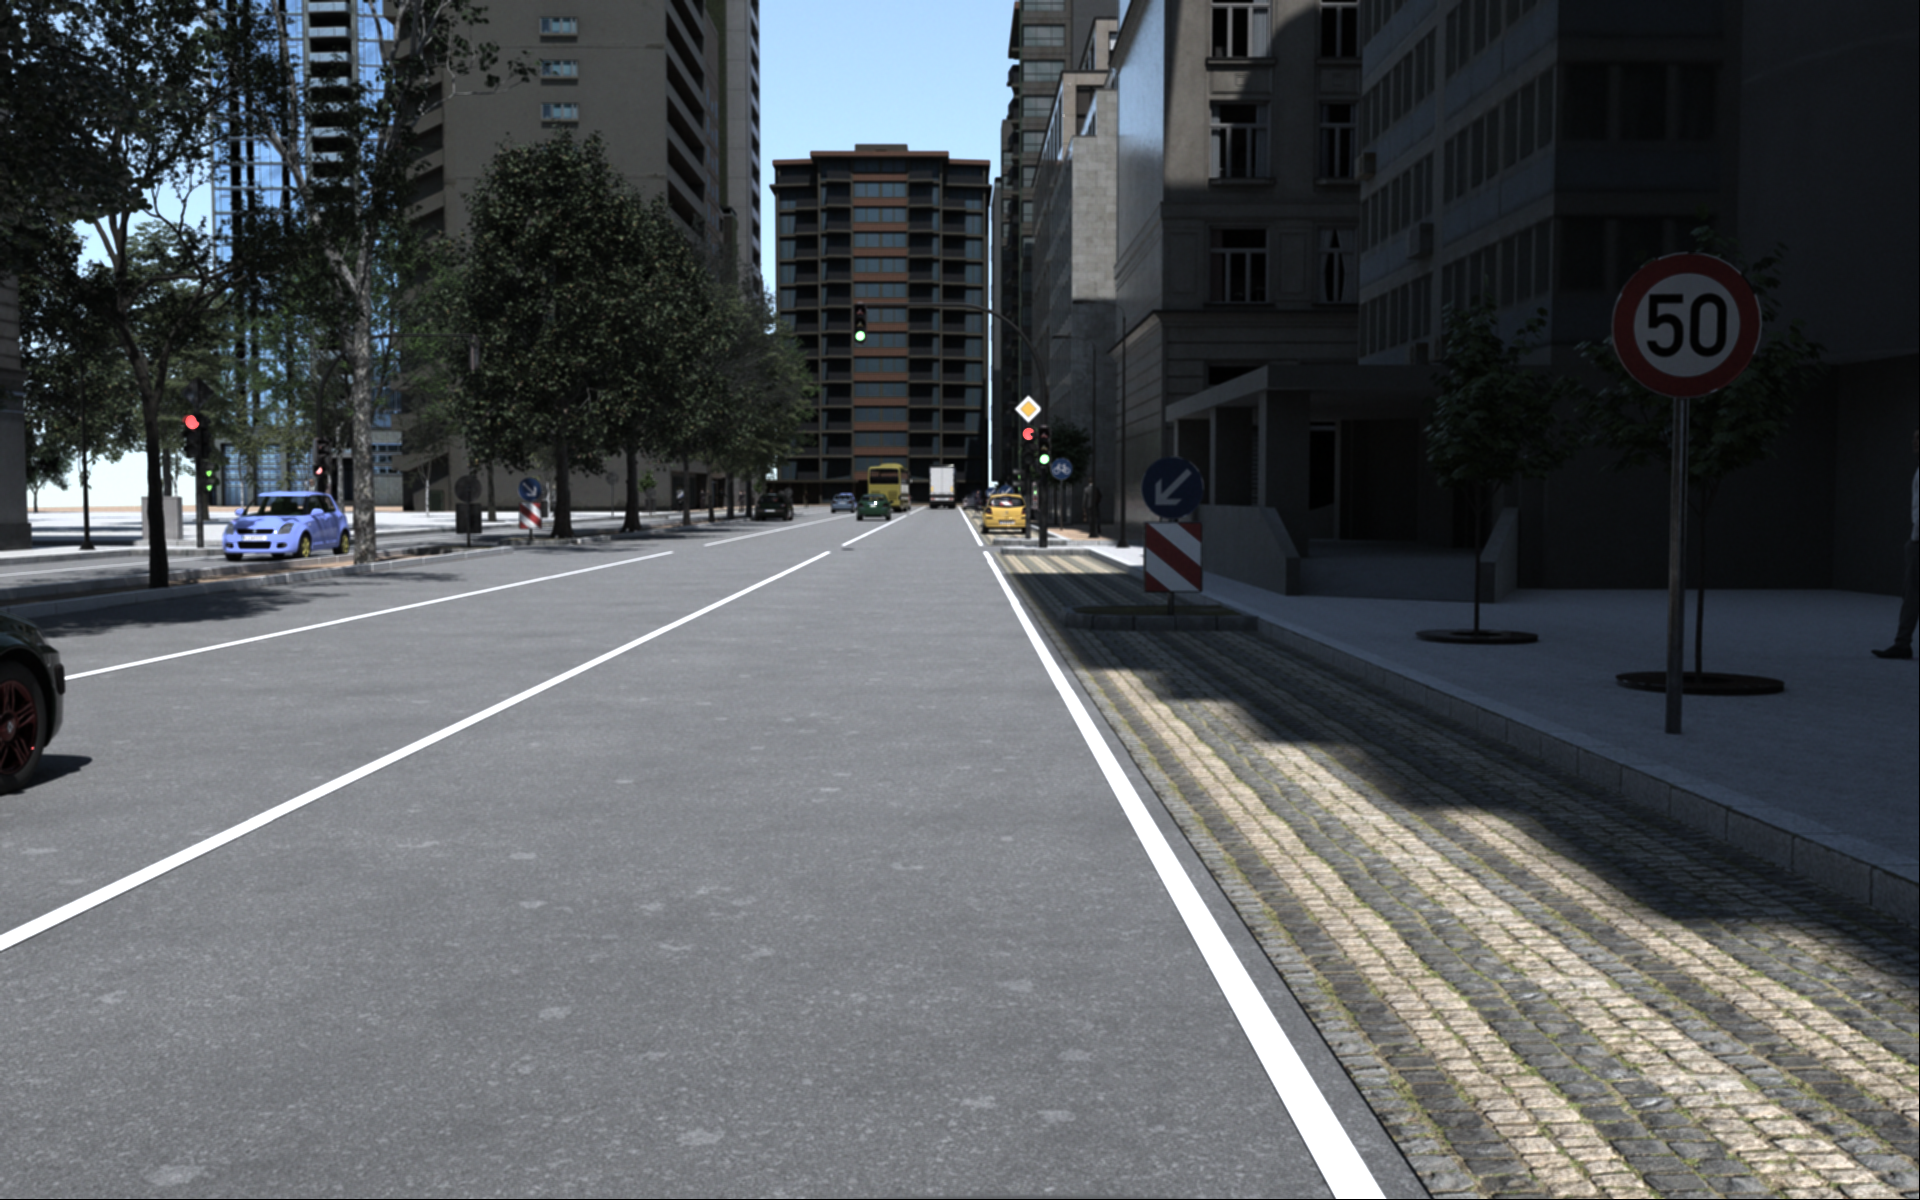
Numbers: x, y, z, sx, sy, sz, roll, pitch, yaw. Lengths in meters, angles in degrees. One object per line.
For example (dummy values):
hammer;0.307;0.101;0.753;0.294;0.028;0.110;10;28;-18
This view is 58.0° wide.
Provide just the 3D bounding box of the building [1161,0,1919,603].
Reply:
building;20.180;-20.533;27.600;32.217;40.220;23.993;0;4;0

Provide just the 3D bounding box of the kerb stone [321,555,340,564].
kerb stone;-12.999;-0.812;35.478;0.120;0.150;1.000;0;4;0

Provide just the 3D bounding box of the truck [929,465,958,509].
truck;-1.643;-11.150;171.219;2.839;4.237;11.283;0;4;1

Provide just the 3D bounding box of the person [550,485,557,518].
person;-22.105;-5.377;94.144;0.526;1.800;0.537;0;4;6

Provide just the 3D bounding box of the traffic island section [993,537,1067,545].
traffic island section;1.964;-1.659;49.400;2.009;0.180;2.903;0;4;0

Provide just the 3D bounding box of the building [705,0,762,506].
building;-36.140;-39.525;188.237;28.212;58.520;21.231;0;4;0

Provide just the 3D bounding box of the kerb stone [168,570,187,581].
kerb stone;-12.969;-0.369;28.317;0.120;0.150;1.000;0;4;0

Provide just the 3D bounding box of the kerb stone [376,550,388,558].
kerb stone;-13.014;-0.995;38.546;0.120;0.150;1.000;0;4;0

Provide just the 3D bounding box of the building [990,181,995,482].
building;10.981;-32.584;216.337;14.086;41.232;14.154;0;4;0

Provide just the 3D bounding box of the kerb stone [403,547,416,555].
kerb stone;-13.020;-1.123;40.596;0.120;0.150;1.000;0;4;0

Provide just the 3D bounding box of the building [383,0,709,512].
building;-31.744;-31.235;134.394;21.300;48.544;21.600;0;4;0

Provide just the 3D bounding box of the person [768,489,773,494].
person;-20.996;-11.408;192.584;0.705;1.821;1.348;3;5;43

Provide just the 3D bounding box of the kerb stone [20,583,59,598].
kerb stone;-12.943;-0.123;24.205;0.120;0.150;1.000;0;4;0

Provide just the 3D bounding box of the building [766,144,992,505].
building;-10.511;-34.549;219.508;28.867;44.769;22.147;0;4;0

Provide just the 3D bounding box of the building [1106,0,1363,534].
building;20.128;-13.744;57.996;30.059;22.955;16.112;0;4;0

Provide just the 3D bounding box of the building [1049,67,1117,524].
building;9.913;-13.906;82.114;10.420;20.320;16.860;0;4;0

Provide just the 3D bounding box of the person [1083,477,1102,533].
person;4.354;-3.114;56.924;0.622;1.834;0.822;0;4;-4

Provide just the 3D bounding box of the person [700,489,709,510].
person;-20.372;-8.019;137.959;0.742;1.727;0.445;-2;4;-31

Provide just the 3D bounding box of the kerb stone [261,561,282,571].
kerb stone;-12.987;-0.625;32.411;0.120;0.150;1.000;0;4;0

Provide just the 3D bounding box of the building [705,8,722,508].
building;-28.963;-30.719;152.373;14.600;45.320;14.200;0;4;0

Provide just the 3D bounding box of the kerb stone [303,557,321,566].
kerb stone;-12.999;-0.750;34.456;0.120;0.150;1.000;0;4;0

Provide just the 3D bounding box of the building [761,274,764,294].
building;-31.979;-27.157;215.716;14.107;30.474;14.160;0;4;0

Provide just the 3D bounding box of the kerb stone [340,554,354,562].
kerb stone;-12.997;-0.875;36.500;0.120;0.150;1.000;0;4;0

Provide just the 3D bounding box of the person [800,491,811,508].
person;-15.897;-10.387;178.841;1.217;1.766;0.721;-1;4;-10

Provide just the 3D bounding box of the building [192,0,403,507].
building;-66.155;-53.436;186.352;31.000;86.520;22.319;0;4;0

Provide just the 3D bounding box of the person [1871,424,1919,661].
person;7.525;-0.440;13.339;0.679;1.850;0.850;-3;5;-44

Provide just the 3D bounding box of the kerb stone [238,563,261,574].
kerb stone;-12.979;-0.560;31.389;0.120;0.150;1.000;0;4;0

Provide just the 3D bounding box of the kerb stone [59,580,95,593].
kerb stone;-12.952;-0.185;25.227;0.120;0.150;1.000;0;4;0

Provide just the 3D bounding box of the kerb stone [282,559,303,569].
kerb stone;-12.986;-0.687;33.434;0.120;0.150;1.000;0;4;0

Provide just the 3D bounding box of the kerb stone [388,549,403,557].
kerb stone;-13.012;-1.063;39.568;0.120;0.150;1.000;0;4;0

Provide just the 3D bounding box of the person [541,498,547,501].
person;-24.257;-5.537;100.847;0.425;1.301;0.394;0;4;-2

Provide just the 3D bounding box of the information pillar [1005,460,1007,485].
information pillar;3.147;-7.740;117.909;0.183;3.616;0.504;0;4;6

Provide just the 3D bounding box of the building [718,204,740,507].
building;-29.175;-24.174;166.952;14.160;30.474;14.107;0;4;0

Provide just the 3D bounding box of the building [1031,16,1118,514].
building;14.845;-18.526;107.409;19.350;26.468;34.151;0;4;0

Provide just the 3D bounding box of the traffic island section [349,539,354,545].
traffic island section;-18.178;-1.653;49.308;2.009;0.180;2.903;0;4;0

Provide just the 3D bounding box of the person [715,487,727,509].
person;-20.828;-8.900;151.184;1.348;1.869;0.705;-3;5;-42

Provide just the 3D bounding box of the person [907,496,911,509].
person;-5.190;-9.793;169.321;1.217;1.736;0.721;1;4;23

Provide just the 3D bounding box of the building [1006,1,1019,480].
building;15.390;-30.592;154.804;22.147;44.769;28.867;0;4;0

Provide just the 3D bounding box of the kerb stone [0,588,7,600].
kerb stone;-12.940;-0.057;23.181;0.120;0.150;1.000;0;4;0

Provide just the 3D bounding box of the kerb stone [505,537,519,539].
kerb stone;-13.074;-1.723;50.374;0.120;0.150;1.000;0;4;0

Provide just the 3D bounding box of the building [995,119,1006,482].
building;11.479;-31.106;192.175;14.154;41.232;14.086;0;4;0

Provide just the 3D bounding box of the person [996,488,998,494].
person;3.459;-9.506;161.469;0.705;1.823;1.348;-3;5;-42

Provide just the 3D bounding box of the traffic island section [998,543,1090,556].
traffic island section;2.002;-1.170;41.415;2.009;0.180;2.903;0;4;0

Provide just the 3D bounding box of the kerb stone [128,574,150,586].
kerb stone;-12.960;-0.308;27.286;0.120;0.150;1.000;0;4;0

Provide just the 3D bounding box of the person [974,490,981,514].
person;1.272;-7.138;126.124;0.541;1.710;0.530;-1;4;-9

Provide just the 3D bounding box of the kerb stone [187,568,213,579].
kerb stone;-12.969;-0.433;29.339;0.120;0.150;1.000;0;4;0

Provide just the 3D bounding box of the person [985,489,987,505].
person;2.984;-11.643;196.340;0.705;1.831;1.348;-1;4;-8

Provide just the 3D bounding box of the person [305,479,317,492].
person;-21.810;-3.188;58.344;0.661;1.801;0.590;0;4;-6

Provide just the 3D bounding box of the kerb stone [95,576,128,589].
kerb stone;-12.957;-0.245;26.258;0.120;0.150;1.000;0;4;0

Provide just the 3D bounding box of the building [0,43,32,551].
building;-30.424;-11.356;34.815;18.267;20.994;9.793;0;4;0

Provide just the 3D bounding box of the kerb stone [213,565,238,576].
kerb stone;-12.978;-0.500;30.367;0.120;0.150;1.000;0;4;0

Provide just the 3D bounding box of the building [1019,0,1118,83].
building;11.485;-27.498;133.191;14.154;41.232;14.086;0;4;0

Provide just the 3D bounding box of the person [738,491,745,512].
person;-17.346;-7.848;137.618;0.445;1.727;0.742;1;4;14

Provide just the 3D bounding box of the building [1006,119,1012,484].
building;12.340;-30.225;177.776;14.154;41.232;14.086;0;4;0

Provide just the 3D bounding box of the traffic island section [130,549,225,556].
traffic island section;-18.139;-1.165;41.323;2.009;0.180;2.903;0;4;0
